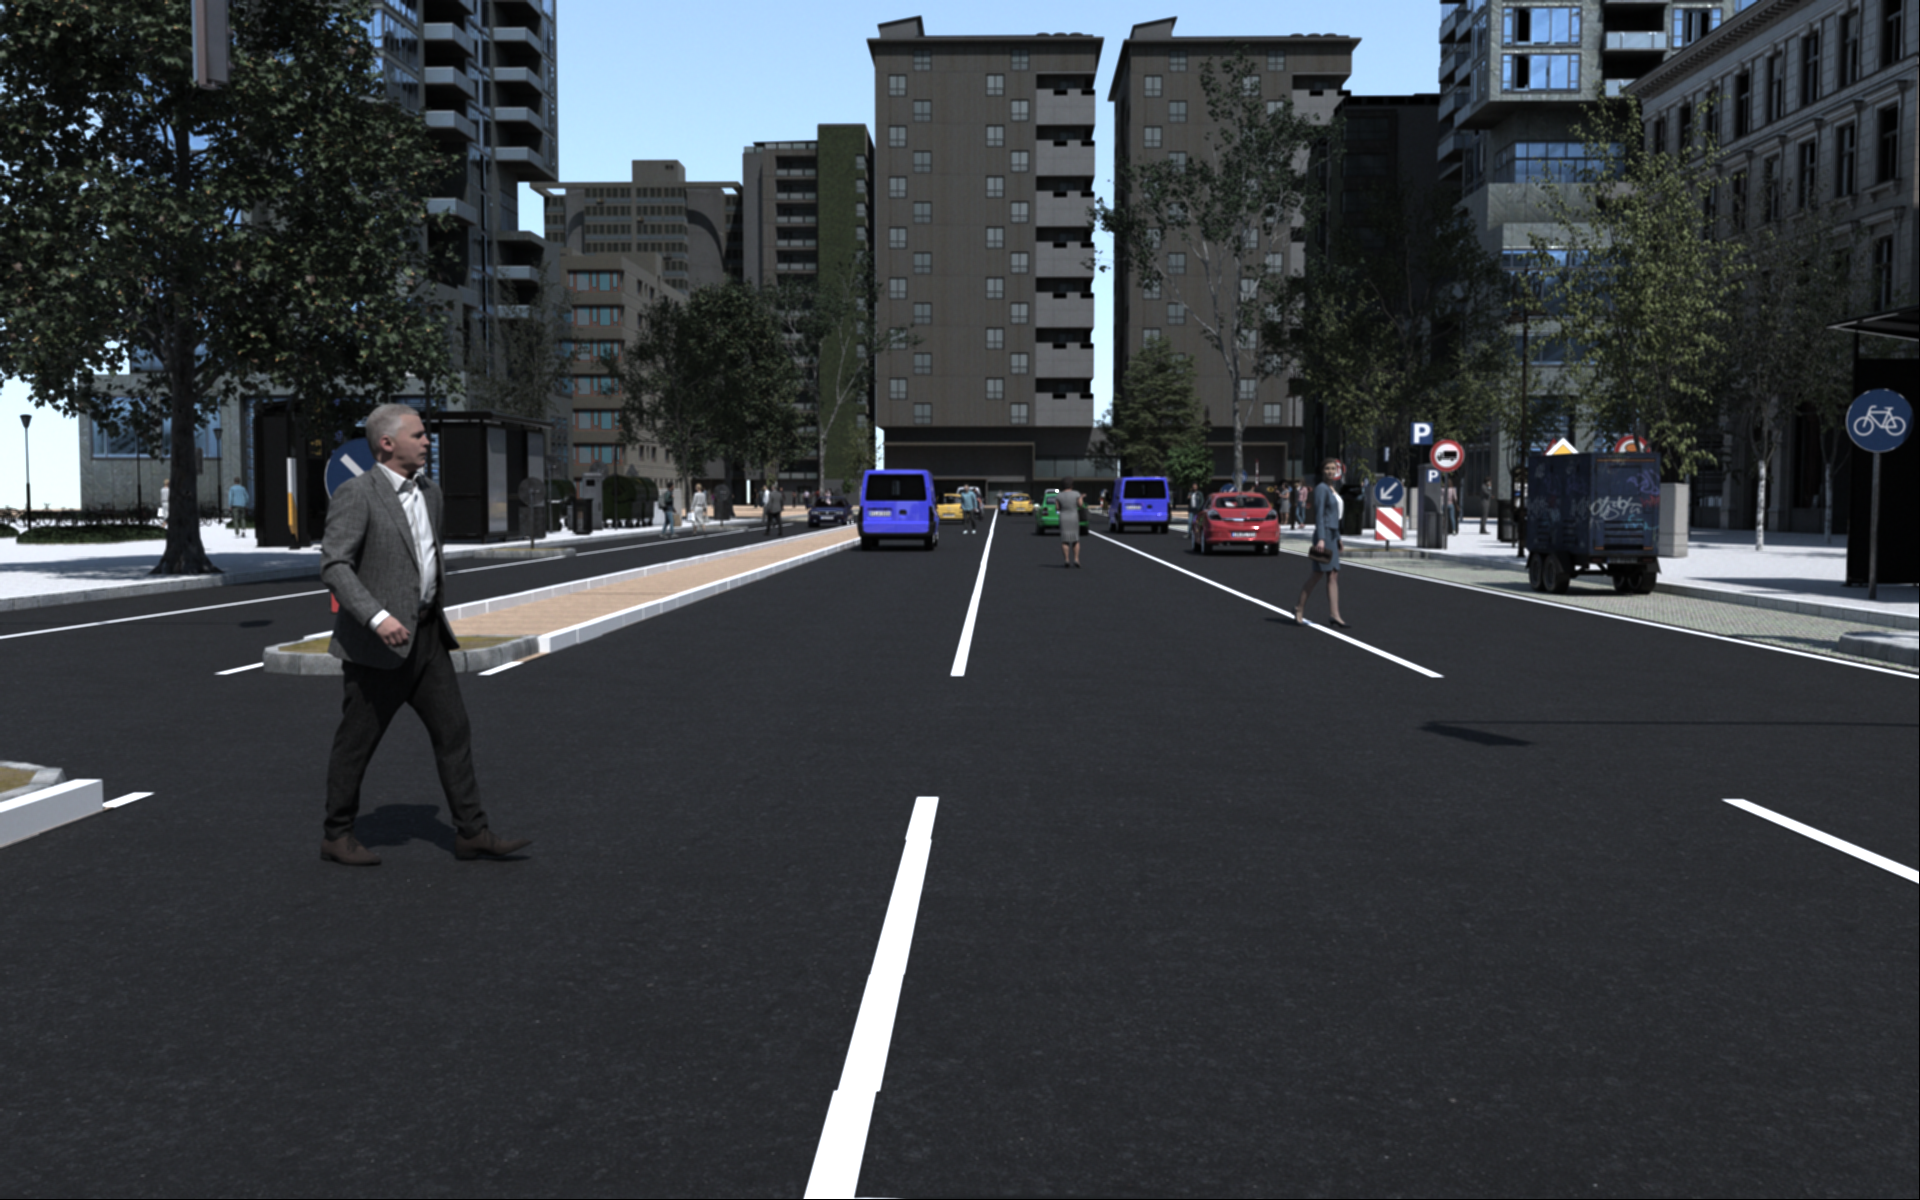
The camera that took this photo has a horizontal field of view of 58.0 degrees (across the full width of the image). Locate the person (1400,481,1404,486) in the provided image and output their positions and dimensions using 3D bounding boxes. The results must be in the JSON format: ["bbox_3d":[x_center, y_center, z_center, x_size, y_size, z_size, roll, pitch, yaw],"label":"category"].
[{"bbox_3d":[18.467,-4.108,73.221,0.620,1.820,0.660,0,4,0],"label":"person"}]

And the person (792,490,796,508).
[{"bbox_3d":[-15.533,-9.428,161.661,0.593,1.643,0.415,2,4,35],"label":"person"}]

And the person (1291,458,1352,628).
[{"bbox_3d":[3.918,-0.622,18.693,0.581,1.822,0.654,-3,5,-43],"label":"person"}]

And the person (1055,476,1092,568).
[{"bbox_3d":[2.219,-1.517,33.654,0.716,1.782,0.532,1,4,12],"label":"person"}]

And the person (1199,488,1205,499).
[{"bbox_3d":[19.208,-7.971,137.090,0.721,1.743,1.217,2,4,30],"label":"person"}]

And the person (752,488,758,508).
[{"bbox_3d":[-18.988,-9.460,160.719,0.705,1.822,1.348,-2,4,-26],"label":"person"}]

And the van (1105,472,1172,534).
[{"bbox_3d":[6.626,-3.670,64.392,2.240,2.365,5.245,0,4,1],"label":"van"}]

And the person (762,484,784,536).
[{"bbox_3d":[-6.454,-3.117,59.868,0.834,1.777,0.661,3,4,39],"label":"person"}]

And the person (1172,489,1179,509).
[{"bbox_3d":[18.384,-8.633,147.899,0.721,1.736,1.217,2,4,34],"label":"person"}]

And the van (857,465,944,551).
[{"bbox_3d":[-1.564,-2.518,45.550,2.240,2.365,5.245,0,4,1],"label":"van"}]

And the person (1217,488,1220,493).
[{"bbox_3d":[20.232,-7.835,134.599,0.683,1.767,0.568,2,4,26],"label":"person"}]

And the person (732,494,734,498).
[{"bbox_3d":[-19.579,-8.549,146.539,1.217,1.735,0.721,3,4,36],"label":"person"}]

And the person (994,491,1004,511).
[{"bbox_3d":[3.491,-8.575,149.430,1.217,1.736,0.721,-1,4,-11],"label":"person"}]

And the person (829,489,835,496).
[{"bbox_3d":[-10.267,-8.000,137.660,1.217,1.723,0.721,1,4,22],"label":"person"}]

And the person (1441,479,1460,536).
[{"bbox_3d":[15.173,-2.874,53.620,0.593,1.750,0.643,1,4,16],"label":"person"}]

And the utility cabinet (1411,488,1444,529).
[{"bbox_3d":[16.663,-3.255,61.902,1.173,1.500,0.318,0,4,-2],"label":"utility cabinet"}]

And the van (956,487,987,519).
[{"bbox_3d":[0.541,-5.753,101.076,2.013,2.044,4.112,0,4,2],"label":"van"}]

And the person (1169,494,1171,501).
[{"bbox_3d":[17.032,-8.379,143.592,0.990,1.755,0.434,-1,4,-11],"label":"person"}]

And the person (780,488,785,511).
[{"bbox_3d":[-13.608,-7.695,132.416,0.434,1.755,0.990,2,4,32],"label":"person"}]

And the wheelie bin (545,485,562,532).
[{"bbox_3d":[-14.141,-3.151,59.428,0.693,1.594,0.980,3,5,39],"label":"wheelie bin"}]

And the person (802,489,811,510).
[{"bbox_3d":[-12.776,-8.367,143.787,0.756,1.711,0.436,-2,4,-24],"label":"person"}]

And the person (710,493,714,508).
[{"bbox_3d":[-23.318,-9.418,163.257,0.599,1.433,0.991,3,5,45],"label":"person"}]

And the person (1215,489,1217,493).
[{"bbox_3d":[24.515,-9.784,166.154,0.705,1.807,1.348,-1,4,-14],"label":"person"}]

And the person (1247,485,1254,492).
[{"bbox_3d":[15.942,-5.356,94.147,0.750,1.759,0.617,-3,5,-42],"label":"person"}]

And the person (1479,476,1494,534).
[{"bbox_3d":[16.908,-3.041,55.569,0.447,1.846,0.655,1,4,10],"label":"person"}]

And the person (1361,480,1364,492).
[{"bbox_3d":[16.593,-3.977,70.924,0.638,1.841,0.748,-3,5,-45],"label":"person"}]

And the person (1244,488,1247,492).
[{"bbox_3d":[21.366,-7.503,129.275,0.434,1.755,0.990,3,5,40],"label":"person"}]

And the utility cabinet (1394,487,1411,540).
[{"bbox_3d":[12.360,-2.438,48.538,0.318,1.500,1.173,1,4,16],"label":"utility cabinet"}]

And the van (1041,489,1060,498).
[{"bbox_3d":[8.339,-9.175,157.020,2.013,2.044,4.112,0,4,2],"label":"van"}]

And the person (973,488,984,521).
[{"bbox_3d":[0.921,-5.109,92.484,0.683,1.767,0.568,-2,4,-25],"label":"person"}]

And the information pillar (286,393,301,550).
[{"bbox_3d":[-15.405,-2.971,39.938,0.183,3.616,0.504,0,4,-8],"label":"information pillar"}]

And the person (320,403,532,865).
[{"bbox_3d":[-2.107,0.135,6.690,0.834,1.777,0.661,1,4,14],"label":"person"}]

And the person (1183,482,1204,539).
[{"bbox_3d":[7.475,-2.835,54.842,0.713,1.824,0.794,-3,4,-36],"label":"person"}]

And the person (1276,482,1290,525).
[{"bbox_3d":[13.267,-3.973,71.353,0.532,1.782,0.716,-1,4,-11],"label":"person"}]

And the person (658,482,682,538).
[{"bbox_3d":[-9.397,-2.915,56.140,0.713,1.824,0.794,1,4,11],"label":"person"}]

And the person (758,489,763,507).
[{"bbox_3d":[-19.162,-9.866,167.433,1.350,1.814,0.705,3,4,39],"label":"person"}]

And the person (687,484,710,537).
[{"bbox_3d":[-8.794,-3.022,58.260,0.694,1.780,0.624,-2,4,-29],"label":"person"}]

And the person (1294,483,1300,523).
[{"bbox_3d":[14.758,-4.261,76.130,0.534,1.772,0.576,-1,4,-17],"label":"person"}]

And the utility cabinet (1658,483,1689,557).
[{"bbox_3d":[14.454,-1.631,35.346,0.318,1.500,1.173,0,4,-4],"label":"utility cabinet"}]

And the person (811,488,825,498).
[{"bbox_3d":[-11.856,-8.539,145.600,1.348,1.831,0.705,0,4,4],"label":"person"}]

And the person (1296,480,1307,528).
[{"bbox_3d":[12.738,-3.584,64.649,0.388,1.821,0.555,-2,4,-27],"label":"person"}]

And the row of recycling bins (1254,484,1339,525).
[{"bbox_3d":[14.061,-3.995,72.425,3.534,1.692,1.069,0,3,0],"label":"row of recycling bins"}]

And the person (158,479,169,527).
[{"bbox_3d":[-26.224,-3.106,57.181,0.694,1.780,0.624,3,5,39],"label":"person"}]

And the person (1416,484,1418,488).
[{"bbox_3d":[16.864,-3.496,63.794,0.593,1.750,0.643,0,4,-6],"label":"person"}]

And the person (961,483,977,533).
[{"bbox_3d":[0.344,-3.343,63.172,0.660,1.820,0.620,1,4,18],"label":"person"}]

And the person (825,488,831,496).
[{"bbox_3d":[-10.387,-7.916,136.142,0.551,1.740,0.621,3,4,36],"label":"person"}]

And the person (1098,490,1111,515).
[{"bbox_3d":[10.158,-6.818,120.708,1.217,1.736,0.721,-1,4,-22],"label":"person"}]

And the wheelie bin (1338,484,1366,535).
[{"bbox_3d":[12.175,-2.806,53.783,0.980,1.594,0.693,-1,4,-18],"label":"wheelie bin"}]

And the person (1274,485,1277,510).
[{"bbox_3d":[18.721,-5.917,102.807,1.348,1.821,0.705,-1,4,-21],"label":"person"}]

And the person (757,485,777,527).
[{"bbox_3d":[-8.282,-4.024,74.388,0.850,1.850,0.679,-1,4,-9],"label":"person"}]

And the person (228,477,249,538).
[{"bbox_3d":[-21.241,-2.728,50.997,0.601,1.785,0.444,-3,4,-36],"label":"person"}]

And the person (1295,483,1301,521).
[{"bbox_3d":[16.252,-4.666,82.431,0.679,1.850,0.850,-2,4,-31],"label":"person"}]

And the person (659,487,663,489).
[{"bbox_3d":[-19.319,-6.400,111.397,0.721,1.743,1.217,-3,5,-41],"label":"person"}]

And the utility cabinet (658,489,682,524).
[{"bbox_3d":[-12.215,-3.898,72.403,1.173,1.500,0.318,-3,4,-37],"label":"utility cabinet"}]

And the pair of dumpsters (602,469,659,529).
[{"bbox_3d":[-12.707,-3.904,66.332,1.574,2.255,4.437,0,4,2],"label":"pair of dumpsters"}]

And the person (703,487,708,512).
[{"bbox_3d":[-18.752,-7.400,127.018,0.705,1.826,1.348,1,4,12],"label":"person"}]
